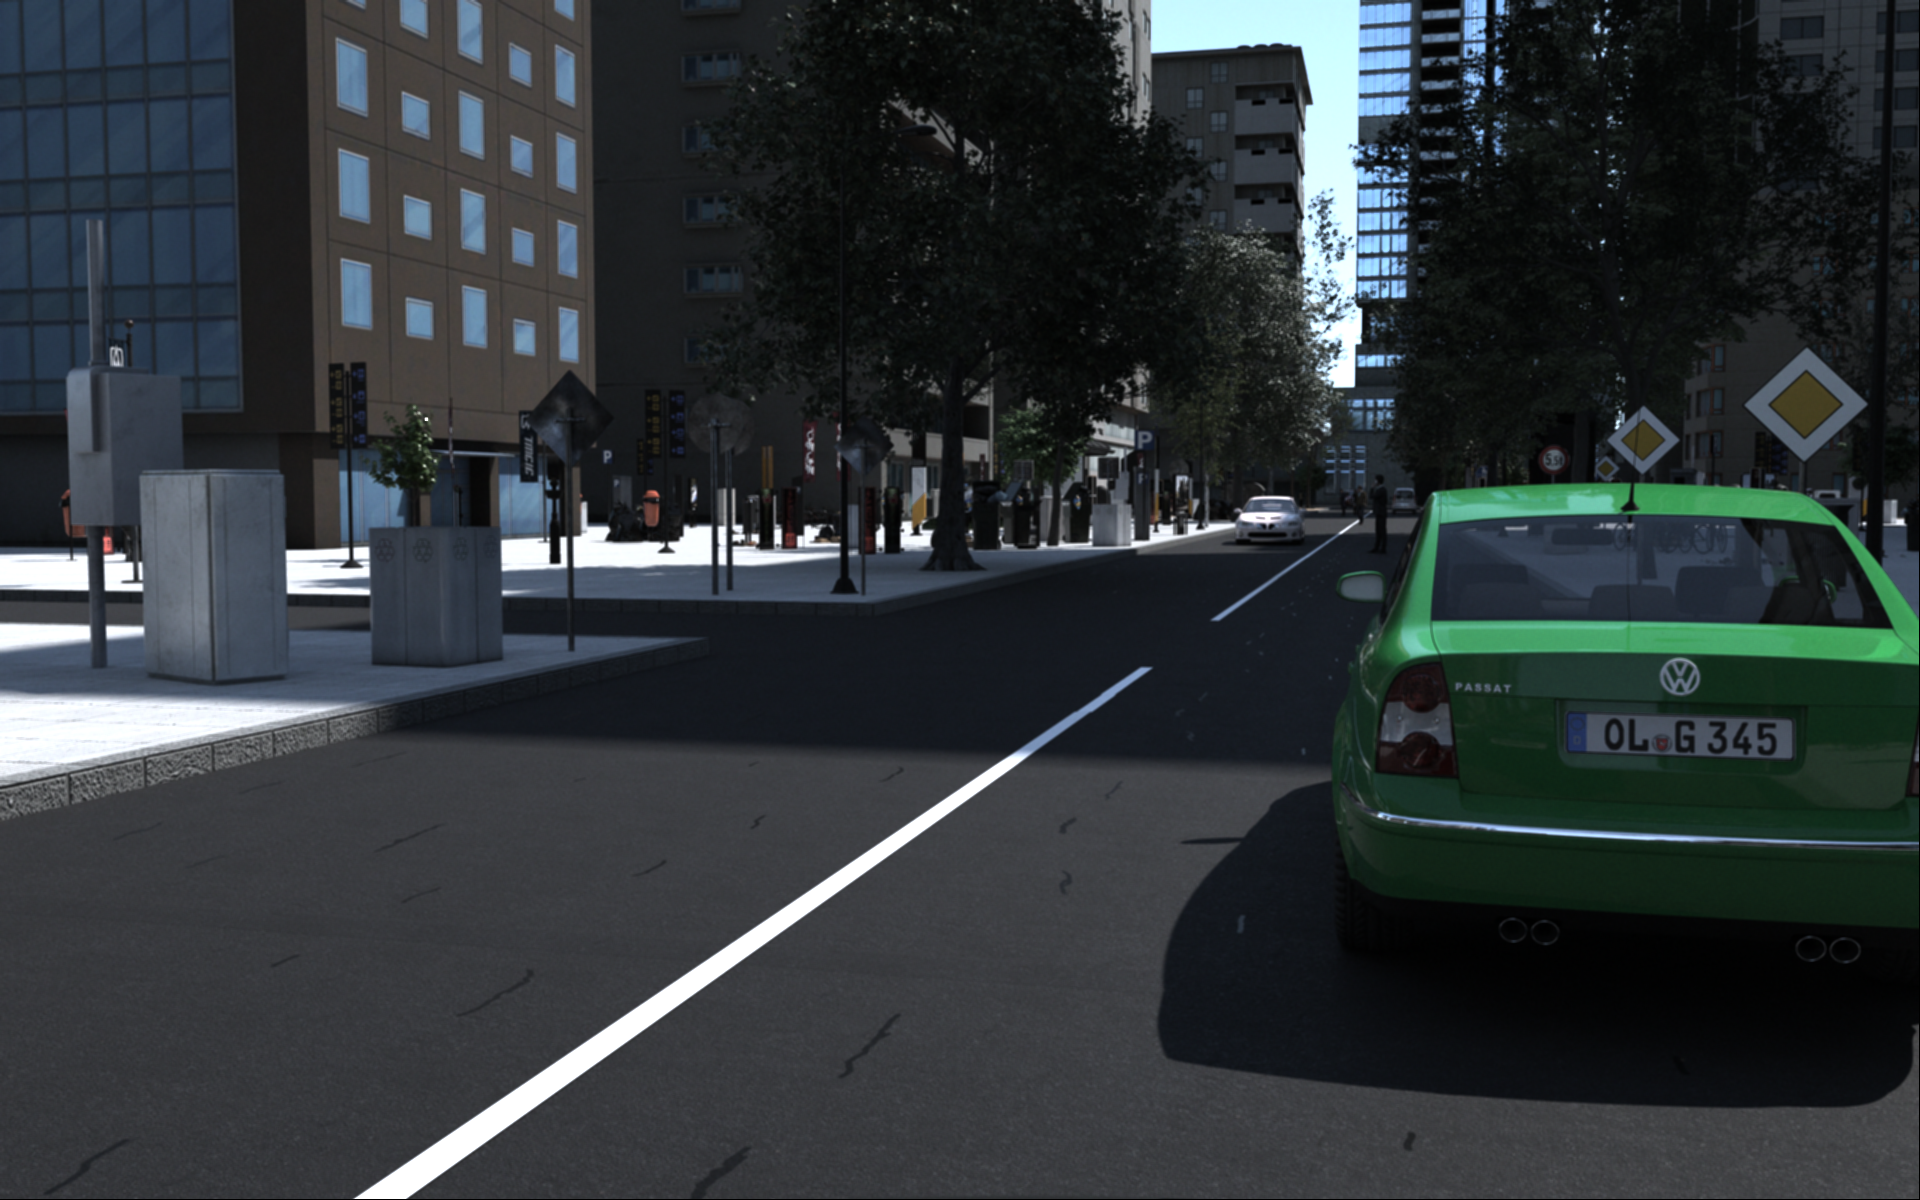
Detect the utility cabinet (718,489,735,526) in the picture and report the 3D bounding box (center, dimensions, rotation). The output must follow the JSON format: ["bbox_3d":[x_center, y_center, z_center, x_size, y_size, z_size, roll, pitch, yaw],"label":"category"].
[{"bbox_3d":[-9.411,-3.729,69.654,0.318,1.500,1.173,1,4,15],"label":"utility cabinet"}]

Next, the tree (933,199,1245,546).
[{"bbox_3d":[2.522,-6.590,42.164,7.601,10.594,8.767,3,5,44],"label":"tree"}]

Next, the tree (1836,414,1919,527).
[{"bbox_3d":[36.579,-5.188,68.534,4.285,4.588,4.351,0,3,0],"label":"tree"}]

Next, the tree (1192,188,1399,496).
[{"bbox_3d":[20.353,-15.425,108.085,12.611,20.169,13.585,0,3,0],"label":"tree"}]

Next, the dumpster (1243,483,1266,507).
[{"bbox_3d":[14.924,-5.061,88.501,1.264,1.857,1.865,1,4,14],"label":"dumpster"}]

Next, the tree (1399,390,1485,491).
[{"bbox_3d":[41.874,-14.627,149.516,12.009,13.543,11.850,0,3,0],"label":"tree"}]

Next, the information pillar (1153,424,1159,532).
[{"bbox_3d":[6.579,-4.071,57.921,0.183,3.616,0.504,0,4,-1],"label":"information pillar"}]

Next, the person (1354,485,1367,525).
[{"bbox_3d":[18.763,-4.450,81.164,0.656,1.842,0.836,1,4,21],"label":"person"}]

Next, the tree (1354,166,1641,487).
[{"bbox_3d":[18.586,-8.742,59.938,9.611,12.733,9.660,0,3,0],"label":"tree"}]

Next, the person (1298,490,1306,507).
[{"bbox_3d":[34.362,-10.130,174.214,0.705,1.812,1.348,-2,4,-28],"label":"person"}]

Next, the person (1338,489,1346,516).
[{"bbox_3d":[24.868,-6.354,112.830,0.568,1.767,0.683,-1,4,-19],"label":"person"}]

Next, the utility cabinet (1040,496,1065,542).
[{"bbox_3d":[2.606,-2.187,46.916,0.306,1.237,1.020,3,5,44],"label":"utility cabinet"}]

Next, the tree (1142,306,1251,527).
[{"bbox_3d":[9.366,-7.125,66.852,4.737,8.622,4.395,0,3,0],"label":"tree"}]

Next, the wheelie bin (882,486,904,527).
[{"bbox_3d":[-2.581,-3.648,67.546,0.980,1.594,0.693,-3,5,-44],"label":"wheelie bin"}]

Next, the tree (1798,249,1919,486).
[{"bbox_3d":[27.844,-6.288,53.169,4.360,8.622,3.978,0,3,0],"label":"tree"}]

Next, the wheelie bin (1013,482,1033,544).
[{"bbox_3d":[1.464,-2.246,44.638,0.693,1.594,0.980,-2,4,-28],"label":"wheelie bin"}]

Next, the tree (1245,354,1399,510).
[{"bbox_3d":[26.738,-14.014,139.493,12.009,13.543,11.850,0,3,0],"label":"tree"}]

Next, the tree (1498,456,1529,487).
[{"bbox_3d":[21.622,-4.489,67.990,1.663,3.219,1.824,0,3,0],"label":"tree"}]

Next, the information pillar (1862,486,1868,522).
[{"bbox_3d":[41.576,-5.384,79.376,0.183,3.616,0.504,-3,5,-43],"label":"information pillar"}]

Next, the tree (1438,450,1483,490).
[{"bbox_3d":[32.224,-7.757,110.541,4.285,4.588,4.351,0,3,0],"label":"tree"}]

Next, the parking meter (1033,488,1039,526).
[{"bbox_3d":[3.168,-3.808,70.669,0.372,1.533,0.369,0,3,0],"label":"parking meter"}]

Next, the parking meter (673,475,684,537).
[{"bbox_3d":[-8.450,-2.830,51.987,0.255,1.863,0.399,-1,4,-16],"label":"parking meter"}]

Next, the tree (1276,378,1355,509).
[{"bbox_3d":[30.622,-13.791,151.238,9.928,11.665,9.643,0,3,0],"label":"tree"}]

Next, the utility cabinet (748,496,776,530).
[{"bbox_3d":[-7.091,-3.102,61.881,1.020,1.237,0.306,2,4,26],"label":"utility cabinet"}]

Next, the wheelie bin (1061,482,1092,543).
[{"bbox_3d":[3.080,-2.303,45.563,0.693,1.594,0.980,-1,4,-17],"label":"wheelie bin"}]

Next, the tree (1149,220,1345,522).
[{"bbox_3d":[13.103,-10.637,80.569,9.857,13.997,8.962,0,3,0],"label":"tree"}]

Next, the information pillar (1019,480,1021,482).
[{"bbox_3d":[2.831,-5.508,81.412,0.183,3.616,0.504,-1,4,-13],"label":"information pillar"}]

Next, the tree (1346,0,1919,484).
[{"bbox_3d":[10.426,-5.618,26.270,8.767,10.594,7.601,0,4,0],"label":"tree"}]

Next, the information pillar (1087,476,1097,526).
[{"bbox_3d":[5.253,-3.958,69.199,0.304,2.012,0.304,2,4,34],"label":"information pillar"}]

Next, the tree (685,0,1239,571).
[{"bbox_3d":[-0.031,-6.834,28.743,9.611,12.733,9.660,0,3,0],"label":"tree"}]

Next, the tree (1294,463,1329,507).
[{"bbox_3d":[33.765,-11.177,166.454,4.285,4.588,4.351,0,3,0],"label":"tree"}]

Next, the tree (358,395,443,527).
[{"bbox_3d":[-10.624,-2.403,33.894,1.663,3.219,1.824,0,3,0],"label":"tree"}]

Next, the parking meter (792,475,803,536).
[{"bbox_3d":[-5.002,-2.909,53.273,0.399,1.863,0.255,0,4,1],"label":"parking meter"}]

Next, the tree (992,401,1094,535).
[{"bbox_3d":[2.676,-4.391,55.503,4.285,4.588,4.351,0,3,0],"label":"tree"}]

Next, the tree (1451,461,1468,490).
[{"bbox_3d":[25.693,-5.730,88.281,1.663,3.219,1.824,0,3,0],"label":"tree"}]

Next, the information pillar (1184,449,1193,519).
[{"bbox_3d":[11.694,-5.955,88.723,0.504,3.616,0.183,-2,4,-26],"label":"information pillar"}]

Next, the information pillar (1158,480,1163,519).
[{"bbox_3d":[10.234,-5.162,88.883,0.304,2.012,0.304,-1,4,-11],"label":"information pillar"}]

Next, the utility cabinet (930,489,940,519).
[{"bbox_3d":[-0.886,-4.398,80.586,0.318,1.500,1.173,3,5,41],"label":"utility cabinet"}]

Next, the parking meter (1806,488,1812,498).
[{"bbox_3d":[36.952,-4.106,75.544,0.372,1.533,0.369,0,3,0],"label":"parking meter"}]

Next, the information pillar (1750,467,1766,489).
[{"bbox_3d":[21.851,-2.630,47.489,0.304,2.012,0.304,-3,5,-41],"label":"information pillar"}]

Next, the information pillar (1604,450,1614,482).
[{"bbox_3d":[32.362,-5.812,86.381,0.504,3.616,0.183,2,4,35],"label":"information pillar"}]

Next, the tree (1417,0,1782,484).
[{"bbox_3d":[14.269,-7.353,38.342,7.486,12.596,7.792,0,3,0],"label":"tree"}]

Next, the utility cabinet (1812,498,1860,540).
[{"bbox_3d":[14.227,-1.064,28.558,1.020,1.237,0.306,1,4,13],"label":"utility cabinet"}]

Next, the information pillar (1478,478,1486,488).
[{"bbox_3d":[23.411,-4.479,77.727,0.304,2.012,0.304,1,4,11],"label":"information pillar"}]

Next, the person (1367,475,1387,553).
[{"bbox_3d":[10.100,-2.081,41.887,0.474,1.900,0.648,1,4,12],"label":"person"}]

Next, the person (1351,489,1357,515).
[{"bbox_3d":[27.369,-6.758,119.507,1.217,1.766,0.721,-3,5,-41],"label":"person"}]

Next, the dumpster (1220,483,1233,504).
[{"bbox_3d":[14.795,-5.399,94.027,1.264,1.857,1.865,1,4,14],"label":"dumpster"}]

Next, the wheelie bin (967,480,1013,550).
[{"bbox_3d":[0.632,-1.948,39.752,0.980,1.594,0.693,0,4,6],"label":"wheelie bin"}]

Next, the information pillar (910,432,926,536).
[{"bbox_3d":[-1.277,-3.798,53.457,0.504,3.616,0.183,2,4,32],"label":"information pillar"}]

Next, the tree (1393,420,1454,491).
[{"bbox_3d":[45.697,-15.776,164.591,9.857,13.997,8.962,0,3,0],"label":"tree"}]
